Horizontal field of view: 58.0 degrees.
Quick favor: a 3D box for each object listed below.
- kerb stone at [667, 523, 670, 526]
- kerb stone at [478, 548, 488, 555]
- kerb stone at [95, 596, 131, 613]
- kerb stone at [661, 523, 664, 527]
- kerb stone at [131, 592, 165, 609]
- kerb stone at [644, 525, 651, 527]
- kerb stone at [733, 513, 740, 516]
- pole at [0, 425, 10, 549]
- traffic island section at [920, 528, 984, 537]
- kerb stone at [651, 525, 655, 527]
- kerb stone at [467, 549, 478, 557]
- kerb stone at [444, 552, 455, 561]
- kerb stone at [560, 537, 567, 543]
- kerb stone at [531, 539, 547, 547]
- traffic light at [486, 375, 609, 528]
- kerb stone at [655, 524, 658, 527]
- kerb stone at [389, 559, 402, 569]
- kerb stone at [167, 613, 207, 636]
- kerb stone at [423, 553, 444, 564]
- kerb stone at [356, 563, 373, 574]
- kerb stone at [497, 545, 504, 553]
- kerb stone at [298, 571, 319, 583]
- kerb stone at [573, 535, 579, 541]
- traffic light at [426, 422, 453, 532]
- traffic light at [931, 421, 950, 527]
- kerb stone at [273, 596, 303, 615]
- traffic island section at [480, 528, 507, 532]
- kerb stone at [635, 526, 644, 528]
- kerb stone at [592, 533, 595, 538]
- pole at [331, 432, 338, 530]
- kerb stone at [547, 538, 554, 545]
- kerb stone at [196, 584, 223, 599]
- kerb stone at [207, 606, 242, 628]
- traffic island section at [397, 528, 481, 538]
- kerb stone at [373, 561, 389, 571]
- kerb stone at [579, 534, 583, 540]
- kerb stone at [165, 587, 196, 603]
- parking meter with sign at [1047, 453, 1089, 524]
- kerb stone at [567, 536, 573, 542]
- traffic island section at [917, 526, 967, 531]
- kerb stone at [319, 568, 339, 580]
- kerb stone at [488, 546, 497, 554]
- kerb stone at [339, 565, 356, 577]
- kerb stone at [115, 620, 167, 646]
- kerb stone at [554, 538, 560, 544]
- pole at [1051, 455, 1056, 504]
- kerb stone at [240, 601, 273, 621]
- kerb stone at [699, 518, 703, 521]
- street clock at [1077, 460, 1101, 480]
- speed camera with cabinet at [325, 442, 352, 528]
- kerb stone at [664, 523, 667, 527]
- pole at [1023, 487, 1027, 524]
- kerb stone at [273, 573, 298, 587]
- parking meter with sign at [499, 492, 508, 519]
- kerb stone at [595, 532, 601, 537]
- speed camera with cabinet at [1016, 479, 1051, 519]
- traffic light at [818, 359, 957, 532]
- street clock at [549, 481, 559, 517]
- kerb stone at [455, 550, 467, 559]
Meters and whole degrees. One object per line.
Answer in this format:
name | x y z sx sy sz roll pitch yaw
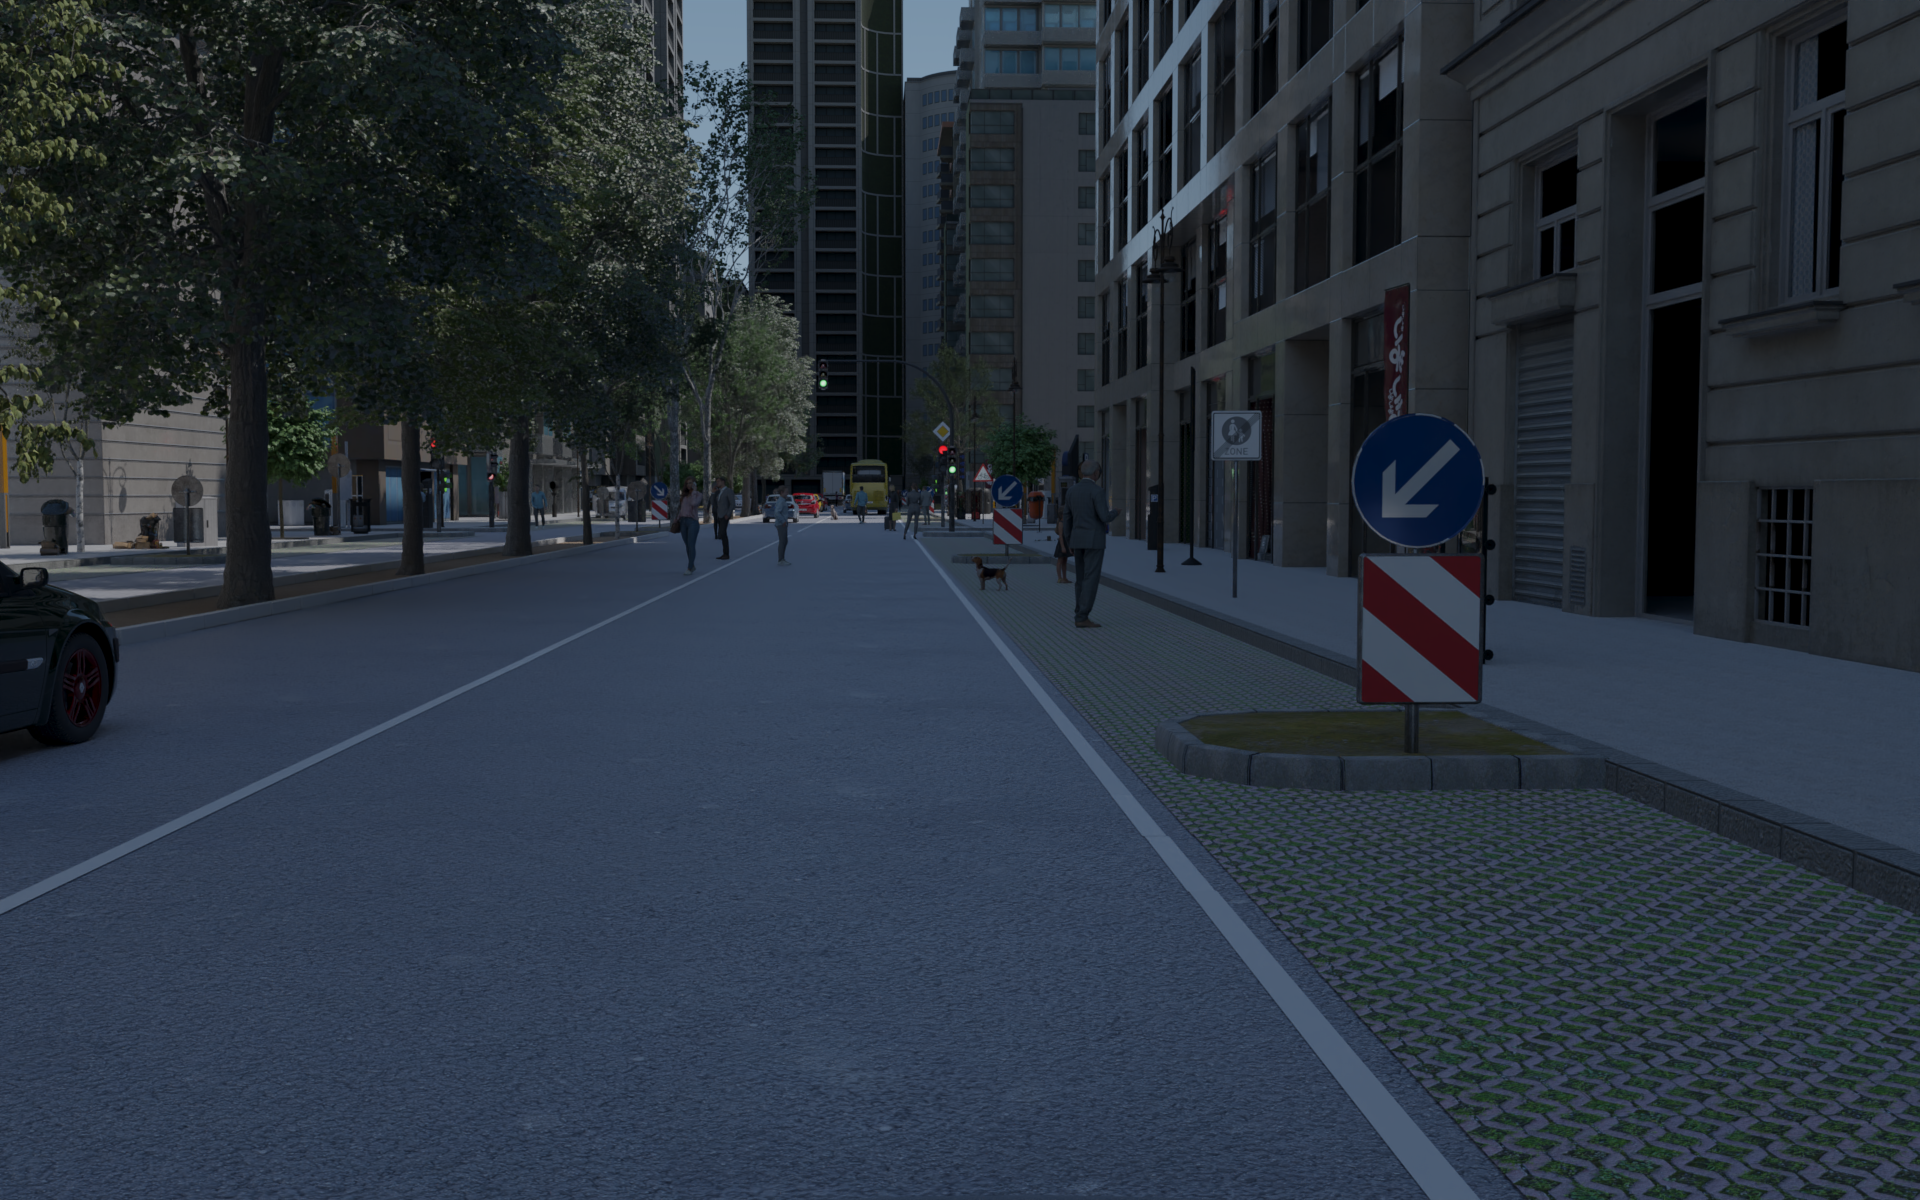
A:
kerb stone | -12.915 -3.273 75.706 0.120 0.150 1.000 0 4 -3
kerb stone | -11.232 -1.102 40.358 0.120 0.150 1.000 0 4 -3
kerb stone | -10.319 0.079 20.902 0.120 0.150 1.000 0 4 -3
kerb stone | -12.819 -3.147 73.642 0.120 0.150 1.000 0 4 -3
kerb stone | -10.364 0.018 21.927 0.120 0.150 1.000 0 4 -3
kerb stone | -12.618 -2.897 69.554 0.120 0.150 1.000 0 4 -3
kerb stone | -14.716 -5.590 113.589 0.120 0.150 1.000 0 4 -3
pole | -22.439 -2.860 40.598 0.158 3.312 0.155 0 3 0
traffic island section | -0.262 -2.248 59.039 2.009 0.180 2.903 0 4 -3
kerb stone | -12.669 -2.959 70.575 0.120 0.150 1.000 0 4 -3
kerb stone | -11.188 -1.048 39.330 0.120 0.150 1.000 0 4 -3
kerb stone | -11.100 -0.923 37.283 0.120 0.150 1.000 0 4 -3
kerb stone | -11.728 -1.736 50.629 0.120 0.150 1.000 0 4 -3
kerb stone | -11.576 -1.548 47.540 0.120 0.150 1.000 0 4 -3
traffic light | -15.787 -5.599 66.206 4.771 5.953 1.251 0 4 -3
kerb stone | -12.713 -3.021 71.596 0.120 0.150 1.000 0 4 -3
kerb stone | -10.908 -0.673 33.192 0.120 0.150 1.000 0 4 -3
kerb stone | -8.064 0.266 17.896 0.120 0.150 1.000 0 4 -3
kerb stone | -11.039 -0.860 36.262 0.120 0.150 1.000 0 4 -3
kerb stone | -10.815 -0.547 31.145 0.120 0.150 1.000 0 4 -3
kerb stone | -11.331 -1.236 42.401 0.120 0.150 1.000 0 4 -3
kerb stone | -10.660 -0.359 28.069 0.120 0.150 1.000 0 4 -3
kerb stone | -11.817 -1.864 52.671 0.120 0.150 1.000 0 4 -3
traffic light | -17.494 -4.231 58.096 0.839 4.253 0.868 0 4 -3
traffic light | -0.681 -4.769 66.899 0.839 4.253 0.868 0 4 -3
kerb stone | -8.215 0.075 20.965 0.120 0.150 1.000 0 4 -3
traffic island section | -17.912 -2.687 66.205 2.009 0.180 2.903 0 4 -3
kerb stone | -12.525 -2.771 67.499 0.120 0.150 1.000 0 4 -3
kerb stone | -11.968 -2.049 55.742 0.120 0.150 1.000 0 4 -3
pole | -19.935 -3.758 55.283 0.158 3.312 0.155 0 3 0
kerb stone | -11.625 -1.613 48.573 0.120 0.150 1.000 0 4 -3
kerb stone | -10.458 -0.109 23.974 0.120 0.150 1.000 0 4 -3
kerb stone | -8.114 0.204 18.917 0.120 0.150 1.000 0 4 -3
traffic island section | -17.535 -2.199 58.229 2.009 0.180 2.903 0 4 -3
kerb stone | -10.856 -0.610 32.169 0.120 0.150 1.000 0 4 -3
kerb stone | -11.864 -1.927 53.701 0.120 0.150 1.000 0 4 -3
kerb stone | -10.416 -0.046 22.953 0.120 0.150 1.000 0 4 -3
parking meter with sign | 4.592 -4.771 74.260 1.738 3.016 0.543 1 4 23
kerb stone | -11.780 -1.801 51.649 0.120 0.150 1.000 0 4 -3
traffic island section | -0.640 -2.736 67.015 2.009 0.180 2.903 0 4 -3
kerb stone | -10.699 -0.422 29.101 0.120 0.150 1.000 0 4 -3
kerb stone | -11.286 -1.171 41.379 0.120 0.150 1.000 0 4 -3
kerb stone | -10.761 -0.485 30.125 0.120 0.150 1.000 0 4 -3
kerb stone | -8.015 0.326 16.870 0.120 0.150 1.000 0 4 -3
kerb stone | -11.672 -1.676 49.601 0.120 0.150 1.000 0 4 -3
pole | 4.055 -4.975 75.185 0.158 3.312 0.155 0 3 0
kerb stone | -8.172 0.138 19.944 0.120 0.150 1.000 0 4 -3
kerb stone | -13.690 -4.274 92.072 0.120 0.150 1.000 0 4 -3
street clock | 2.744 -1.973 36.821 0.471 2.002 0.358 2 4 33
speed camera with cabinet | -23.605 -4.365 65.707 0.660 3.252 2.038 -2 4 -32
kerb stone | -12.869 -3.205 74.681 0.120 0.150 1.000 0 4 -3
pole | 2.742 -4.886 73.731 0.158 3.312 0.155 0 3 0
kerb stone | -10.613 -0.296 27.042 0.120 0.150 1.000 0 4 -3
parking meter with sign | -23.319 -5.676 89.060 1.738 3.016 0.543 -3 5 -41
kerb stone | -12.071 -2.177 57.783 0.120 0.150 1.000 0 4 -3
speed camera with cabinet | 3.973 -5.854 90.055 0.660 3.252 2.038 -3 4 -39
traffic light | -2.388 -5.139 58.683 4.771 5.953 1.251 0 4 -3
street clock | -22.368 -5.559 95.464 0.471 2.002 0.358 2 4 28
kerb stone | -11.134 -0.985 38.308 0.120 0.150 1.000 0 4 -3
